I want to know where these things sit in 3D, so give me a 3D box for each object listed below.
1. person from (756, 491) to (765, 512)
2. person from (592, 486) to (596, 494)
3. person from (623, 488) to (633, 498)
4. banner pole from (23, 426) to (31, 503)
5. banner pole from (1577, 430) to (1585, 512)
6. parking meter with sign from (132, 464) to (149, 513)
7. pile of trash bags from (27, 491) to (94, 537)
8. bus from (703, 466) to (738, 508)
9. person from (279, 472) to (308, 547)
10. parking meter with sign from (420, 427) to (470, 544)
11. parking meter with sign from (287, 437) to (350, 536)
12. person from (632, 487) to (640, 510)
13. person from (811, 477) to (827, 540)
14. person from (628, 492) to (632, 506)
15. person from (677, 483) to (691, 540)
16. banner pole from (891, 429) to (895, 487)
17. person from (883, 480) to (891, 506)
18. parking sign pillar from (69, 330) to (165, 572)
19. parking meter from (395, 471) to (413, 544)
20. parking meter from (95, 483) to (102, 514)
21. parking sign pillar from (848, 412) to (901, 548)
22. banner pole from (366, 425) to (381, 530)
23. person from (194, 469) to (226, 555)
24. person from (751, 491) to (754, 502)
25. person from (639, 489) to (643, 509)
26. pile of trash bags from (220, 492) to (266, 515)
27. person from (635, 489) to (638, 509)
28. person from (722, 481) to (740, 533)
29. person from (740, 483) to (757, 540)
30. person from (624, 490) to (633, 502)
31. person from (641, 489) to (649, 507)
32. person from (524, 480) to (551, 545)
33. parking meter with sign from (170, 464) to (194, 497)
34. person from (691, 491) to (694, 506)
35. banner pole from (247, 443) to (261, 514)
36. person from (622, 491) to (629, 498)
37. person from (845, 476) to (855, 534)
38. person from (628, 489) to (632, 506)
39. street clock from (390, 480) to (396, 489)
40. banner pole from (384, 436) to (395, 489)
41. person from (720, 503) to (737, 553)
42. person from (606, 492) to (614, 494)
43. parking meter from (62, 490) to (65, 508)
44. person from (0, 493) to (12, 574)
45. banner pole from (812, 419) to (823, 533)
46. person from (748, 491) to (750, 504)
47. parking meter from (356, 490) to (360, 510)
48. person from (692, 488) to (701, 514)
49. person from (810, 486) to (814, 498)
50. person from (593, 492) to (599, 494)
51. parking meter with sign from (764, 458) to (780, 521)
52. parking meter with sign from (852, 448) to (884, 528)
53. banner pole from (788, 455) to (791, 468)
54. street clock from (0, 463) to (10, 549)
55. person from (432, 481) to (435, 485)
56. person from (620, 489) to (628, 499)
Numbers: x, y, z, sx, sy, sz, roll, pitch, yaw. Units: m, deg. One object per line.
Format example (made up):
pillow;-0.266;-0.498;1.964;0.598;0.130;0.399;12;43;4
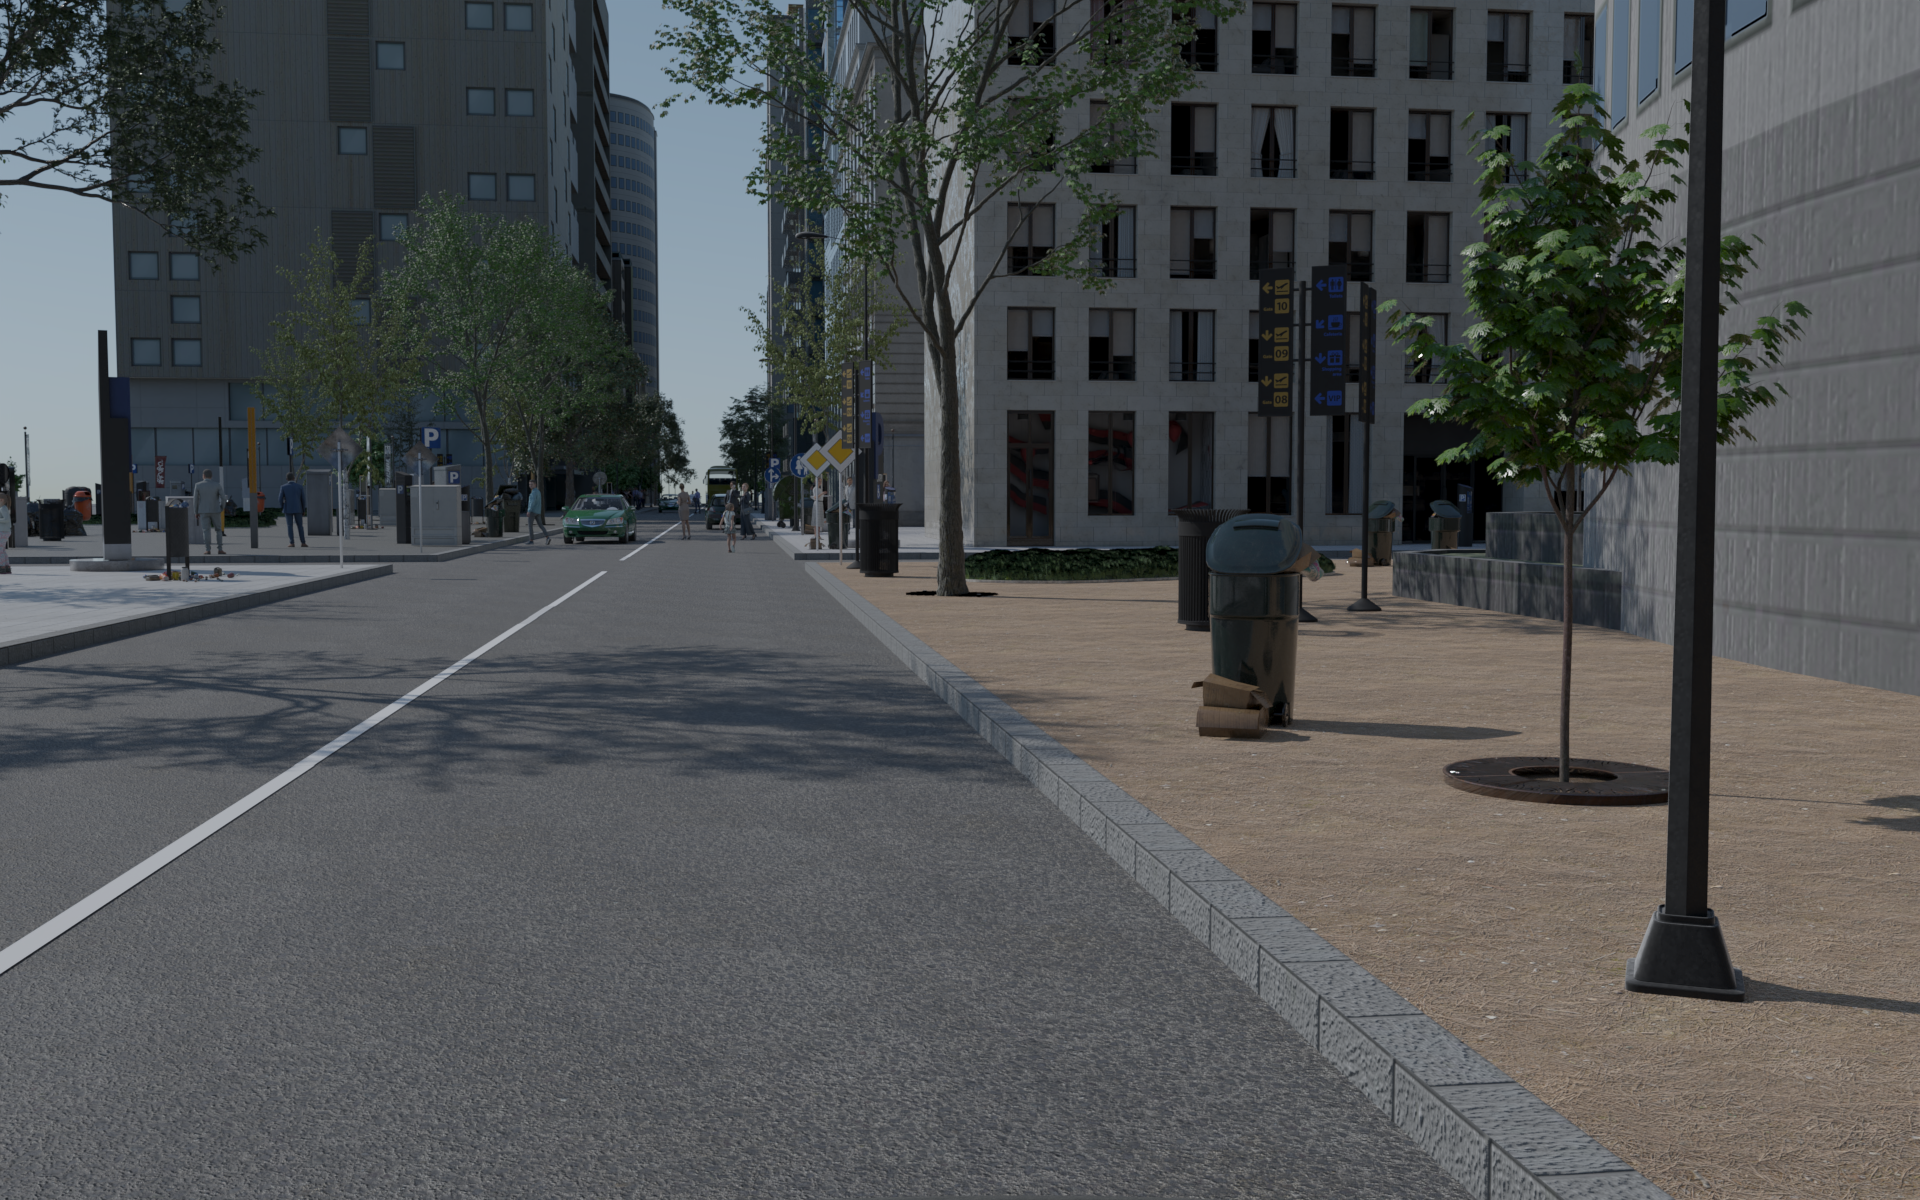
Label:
person;-13.637;-7.004;120.640;1.350;1.814;0.705;-3;4;-38
person;-24.540;-6.717;116.000;0.705;1.807;1.348;-2;4;-27
person;-30.866;-9.447;160.506;1.348;1.823;0.705;3;4;38
banner pole;-34.367;-4.517;63.866;0.401;3.779;0.863;-3;5;-39
banner pole;11.985;-2.649;33.330;0.401;3.779;0.863;0;4;7
parking meter with sign;-47.545;-6.394;100.798;0.543;3.016;1.738;1;4;12
pile of trash bags;-27.822;-2.665;53.329;1.912;1.369;3.447;0;4;4
bus;-20.580;-9.637;149.105;2.896;3.916;12.252;-1;4;-9
person;-16.076;-2.176;41.808;0.721;1.800;0.419;-3;4;-36
parking meter with sign;-13.237;-2.962;44.694;1.738;3.016;0.543;3;5;45
parking meter with sign;-19.815;-3.504;53.552;1.738;3.016;0.543;-1;4;-11
person;-25.586;-7.977;136.328;0.709;1.838;0.599;1;4;11
person;-3.892;-2.557;48.419;0.524;1.755;0.480;1;4;18
person;-33.429;-10.336;175.564;0.617;1.759;0.750;-2;4;-24
person;-8.665;-2.779;54.280;0.374;1.781;0.599;3;5;41
banner pole;-2.582;-4.673;66.415;0.401;3.779;0.863;0;4;1
person;-2.578;-3.257;59.888;0.593;1.750;0.643;1;4;16
parking sign pillar;-14.243;-2.489;29.165;1.447;3.967;1.447;-2;4;-27
parking meter;-14.305;-2.379;44.608;0.399;1.863;0.255;2;4;27
parking meter;-45.193;-5.218;91.018;0.399;1.863;0.255;-1;4;-11
parking sign pillar;-2.153;-3.244;41.509;1.447;3.967;1.447;0;4;8
banner pole;-21.204;-4.415;62.203;0.401;3.779;0.863;-2;4;-29
person;-15.924;-1.874;36.786;0.635;1.810;0.391;-2;4;-32
person;-32.114;-15.960;267.124;1.348;1.807;0.705;3;5;43
person;-27.848;-8.825;151.271;0.436;1.711;0.756;2;4;35
pile of trash bags;-33.744;-4.289;79.870;3.447;1.369;1.912;0;4;-1
person;-27.845;-8.691;148.856;0.721;1.743;1.217;1;4;8
person;-8.444;-3.432;63.978;0.648;1.900;0.474;0;4;3
person;-6.695;-2.779;54.362;0.576;1.772;0.534;3;5;41
person;-26.634;-8.034;138.103;1.217;1.736;0.721;-2;4;-23
person;-30.064;-9.712;165.359;0.750;1.759;0.617;-3;5;-42
person;-11.956;-2.478;48.884;0.748;1.841;0.638;1;4;16
parking meter with sign;-45.265;-6.358;100.212;1.738;3.016;0.543;0;4;2
person;-31.442;-11.963;204.040;0.705;1.831;1.348;1;4;18
banner pole;-34.216;-5.754;84.091;0.401;3.779;0.863;3;5;42
person;-28.181;-8.415;144.417;1.217;1.735;0.721;-1;4;-22
person;-3.429;-3.015;55.188;0.661;1.843;0.795;2;4;25
person;-28.015;-8.562;146.548;0.721;1.766;1.217;1;4;10
street clock;-28.636;-5.080;87.631;0.471;2.002;0.358;1;4;9
banner pole;-24.586;-5.183;74.767;0.863;3.779;0.401;3;4;37
person;-5.680;-1.762;42.319;0.505;1.210;0.382;1;4;22
person;-26.103;-7.557;129.475;0.709;1.838;0.599;0;4;-5
parking meter;-54.002;-5.884;104.607;0.372;1.533;0.369;0;3;0
person;-15.356;-1.065;27.729;0.425;1.301;0.394;2;4;35
banner pole;-4.809;-4.126;57.470;0.401;3.779;0.863;0;4;6
person;-25.934;-12.516;212.141;0.415;1.643;0.593;-2;4;-25
parking meter;-37.254;-6.057;107.450;0.372;1.533;0.369;0;3;0
person;-19.287;-7.227;126.530;0.599;1.838;0.709;3;4;36
person;-7.858;-5.159;90.874;0.515;1.767;0.782;0;4;-7
person;-12.297;-2.924;58.910;0.503;1.515;0.523;-1;4;-12
parking meter with sign;-9.226;-5.401;84.572;0.543;3.016;1.738;-1;4;-18
parking meter with sign;-3.758;-4.257;65.864;1.738;3.016;0.543;0;4;-2
banner pole;-10.813;-7.389;110.834;0.401;3.779;0.863;-3;4;-37
street clock;-22.370;-2.190;40.370;0.358;2.002;0.471;0;4;3
person;-21.620;-3.999;71.415;0.794;1.824;0.713;0;4;-7
person;-26.003;-7.700;132.768;1.217;1.723;0.721;-3;5;-41
